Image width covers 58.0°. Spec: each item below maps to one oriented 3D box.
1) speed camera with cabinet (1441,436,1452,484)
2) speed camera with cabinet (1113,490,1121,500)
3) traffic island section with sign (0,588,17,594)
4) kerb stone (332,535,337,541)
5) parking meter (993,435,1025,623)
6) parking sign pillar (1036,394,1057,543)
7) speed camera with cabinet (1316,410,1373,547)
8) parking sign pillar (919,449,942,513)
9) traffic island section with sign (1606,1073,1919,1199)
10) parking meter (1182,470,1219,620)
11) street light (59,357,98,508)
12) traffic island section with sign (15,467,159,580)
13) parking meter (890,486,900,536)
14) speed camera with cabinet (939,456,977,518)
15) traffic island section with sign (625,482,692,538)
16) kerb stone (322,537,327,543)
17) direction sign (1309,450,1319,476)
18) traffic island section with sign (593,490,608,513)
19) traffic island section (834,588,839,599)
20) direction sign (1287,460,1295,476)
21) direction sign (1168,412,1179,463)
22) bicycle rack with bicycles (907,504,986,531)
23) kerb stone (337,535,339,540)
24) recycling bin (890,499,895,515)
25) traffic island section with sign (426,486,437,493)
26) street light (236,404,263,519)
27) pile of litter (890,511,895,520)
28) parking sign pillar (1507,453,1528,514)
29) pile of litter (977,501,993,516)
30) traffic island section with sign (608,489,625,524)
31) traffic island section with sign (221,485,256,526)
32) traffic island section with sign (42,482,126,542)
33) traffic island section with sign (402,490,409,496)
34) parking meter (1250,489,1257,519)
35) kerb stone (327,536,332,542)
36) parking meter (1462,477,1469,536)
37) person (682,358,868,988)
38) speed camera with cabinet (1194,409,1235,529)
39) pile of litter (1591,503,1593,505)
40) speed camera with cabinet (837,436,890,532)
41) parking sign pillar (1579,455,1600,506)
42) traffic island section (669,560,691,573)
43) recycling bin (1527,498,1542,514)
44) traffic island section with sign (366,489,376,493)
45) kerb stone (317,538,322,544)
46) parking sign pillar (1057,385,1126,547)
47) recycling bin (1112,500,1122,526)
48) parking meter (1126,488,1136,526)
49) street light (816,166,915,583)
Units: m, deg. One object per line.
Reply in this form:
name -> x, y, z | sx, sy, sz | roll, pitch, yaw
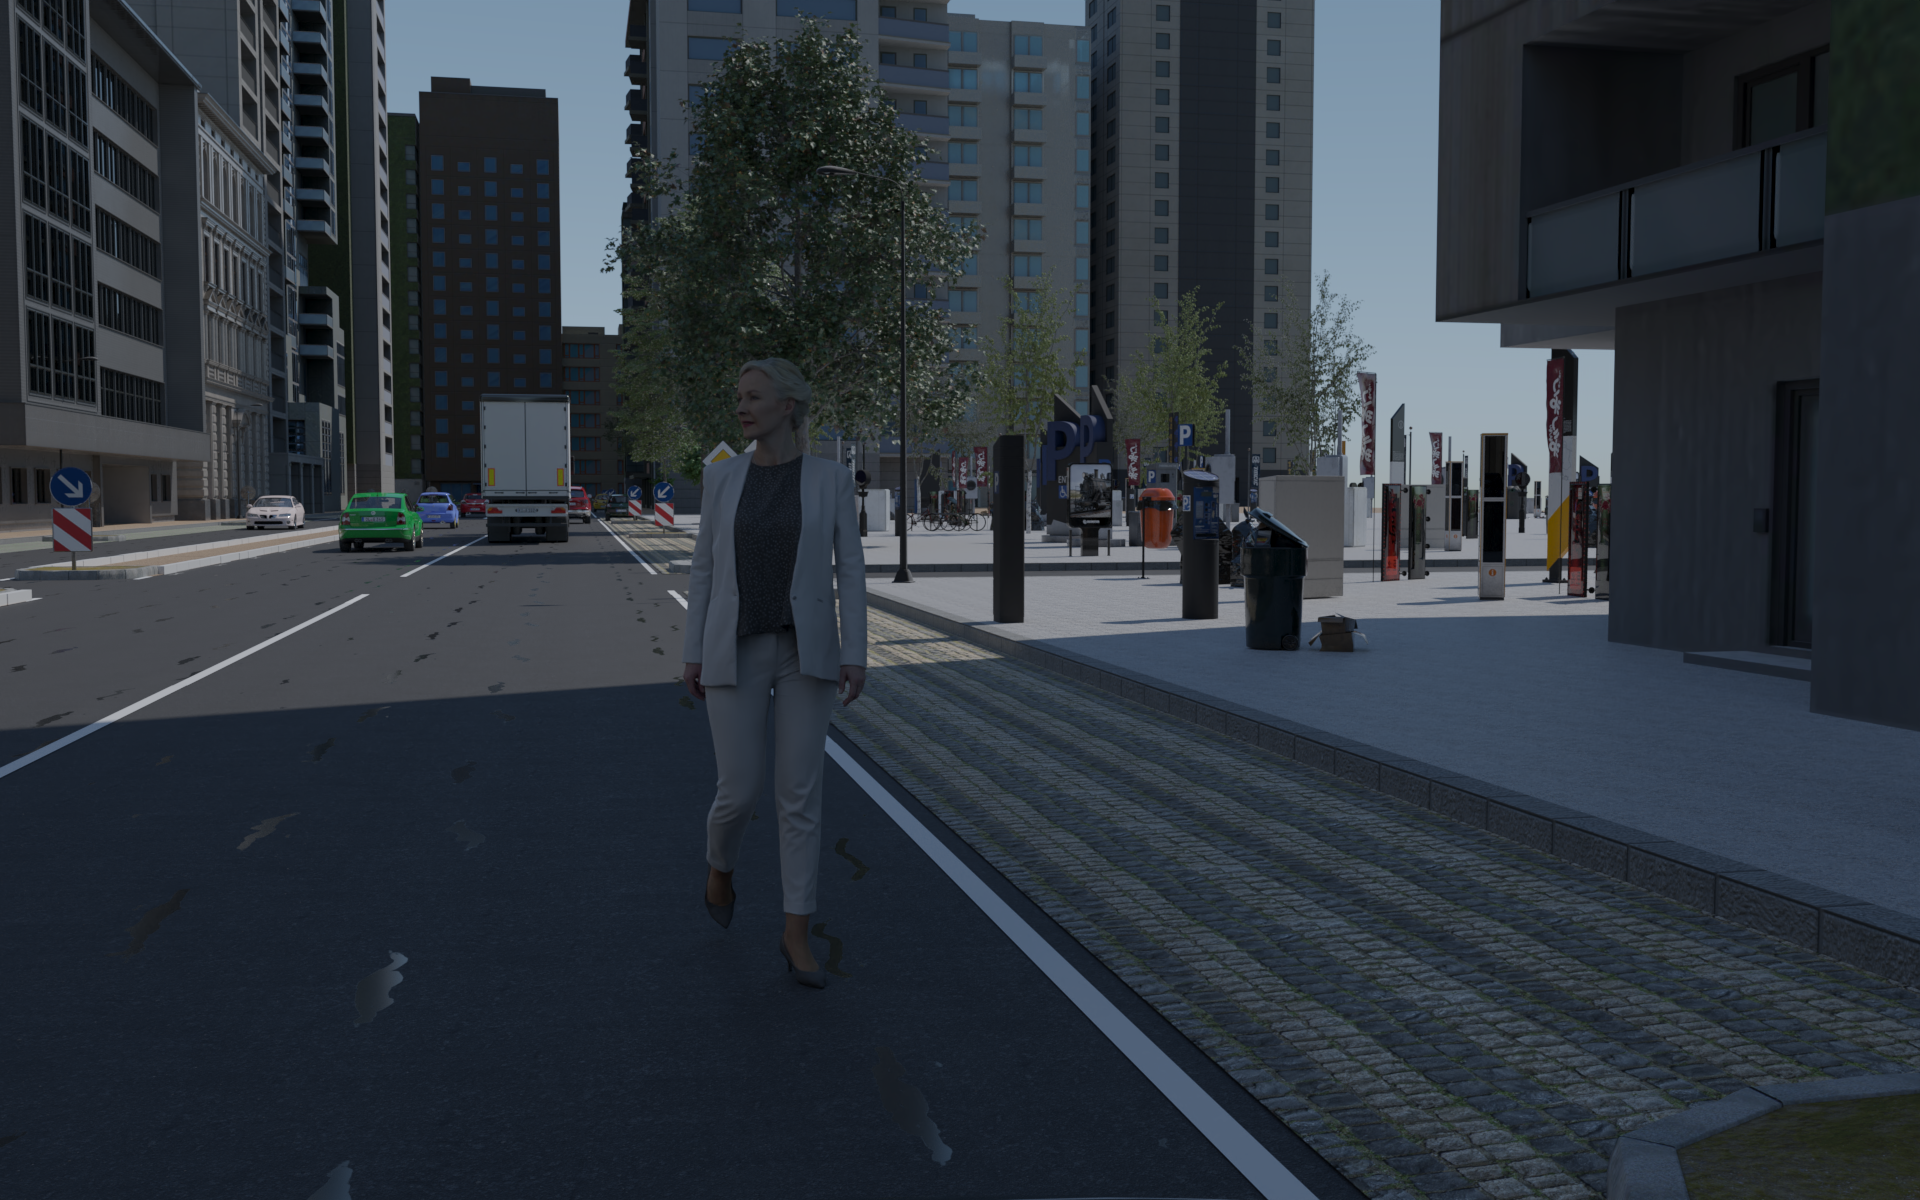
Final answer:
speed camera with cabinet -> 16.312, -4.008, 59.860 | 0.660, 3.252, 2.038 | -1, 4, -23
speed camera with cabinet -> 6.249, -5.120, 78.045 | 2.038, 3.252, 0.660 | -2, 4, -23
traffic island section with sign -> -13.445, -0.878, 22.487 | 2.006, 1.907, 1.989 | -1, 4, -13
kerb stone -> -19.051, -1.845, 52.353 | 0.120, 0.150, 1.000 | -1, 4, -13
parking meter -> 0.487, -0.711, 17.342 | 0.255, 1.863, 0.399 | -1, 4, -11
parking sign pillar -> 2.891, -3.523, 46.075 | 1.447, 3.967, 1.447 | -3, 5, -40
speed camera with cabinet -> 9.169, -2.890, 41.586 | 0.660, 3.252, 2.038 | 2, 4, 32
parking sign pillar -> -1.734, -7.006, 103.016 | 1.447, 3.967, 1.447 | 1, 4, 19
traffic island section with sign -> 2.226, 0.357, 2.798 | 1.989, 1.847, 2.006 | -1, 4, -13
parking meter -> 2.478, -0.576, 17.832 | 0.372, 1.533, 0.369 | 0, 3, 0
street light -> -29.901, -5.270, 58.708 | 1.470, 5.913, 1.316 | -1, 4, -13
traffic island section with sign -> -15.053, -1.320, 29.718 | 2.006, 1.907, 1.989 | -1, 4, -13
parking meter -> -1.793, -2.698, 52.516 | 0.372, 1.533, 0.369 | 0, 3, 0
speed camera with cabinet -> -0.108, -5.908, 90.938 | 2.038, 3.252, 0.660 | 0, 4, 1
traffic island section with sign -> -9.848, -2.943, 56.749 | 1.989, 1.847, 2.006 | -1, 4, -13
kerb stone -> -18.597, -1.722, 50.348 | 0.120, 0.150, 1.000 | -1, 4, -13
direction sign -> 18.232, -5.891, 88.319 | 0.876, 3.537, 0.379 | 2, 4, 29
traffic island section with sign -> -32.524, -9.139, 158.052 | 1.989, 1.847, 2.006 | -1, 4, -13
traffic island section -> -2.653, -0.145, 24.647 | 2.009, 0.180, 2.903 | -1, 4, -13
direction sign -> 21.956, -7.512, 114.820 | 0.379, 3.537, 0.876 | 3, 5, 45
direction sign -> 5.926, -3.432, 48.106 | 0.379, 3.537, 0.876 | -1, 4, -9
bicycle rack with bicycles -> -0.436, -2.872, 60.332 | 2.925, 0.926, 2.852 | 1, 4, 22
kerb stone -> -19.267, -1.905, 53.355 | 0.120, 0.150, 1.000 | -1, 4, -13
recycling bin -> -3.854, -5.151, 96.768 | 0.722, 1.027, 0.722 | 1, 4, 13
traffic island section with sign -> -31.478, -5.805, 103.046 | 2.006, 1.907, 1.989 | -1, 4, -13
street light -> -36.558, -7.129, 89.099 | 1.470, 5.913, 1.316 | -1, 4, -13
pile of litter -> -3.827, -4.324, 84.666 | 1.719, 0.858, 1.176 | 0, 4, 4
parking sign pillar -> 36.191, -7.584, 112.476 | 1.447, 3.967, 1.447 | -2, 4, -30
pile of litter -> 1.690, -5.380, 101.921 | 1.719, 0.858, 1.176 | -2, 4, -30
traffic island section with sign -> -15.731, -4.552, 83.057 | 1.989, 1.847, 2.006 | -1, 4, -13
traffic island section with sign -> -32.550, -4.313, 79.153 | 1.989, 1.847, 2.006 | -1, 4, -13
traffic island section with sign -> -26.663, -2.704, 52.846 | 1.989, 1.847, 2.006 | -1, 4, -13
traffic island section with sign -> -49.385, -8.912, 154.346 | 1.989, 1.847, 2.006 | -1, 4, -13
parking meter -> 15.314, -5.011, 90.346 | 0.372, 1.533, 0.369 | 0, 3, 0
kerb stone -> -18.826, -1.776, 51.356 | 0.120, 0.150, 1.000 | -1, 4, -13
parking meter -> 15.281, -2.883, 52.848 | 0.255, 1.863, 0.399 | -3, 4, -36
person -> -0.586, 0.187, 5.322 | 0.514, 1.842, 0.818 | -1, 4, -20
speed camera with cabinet -> 6.006, -2.869, 41.242 | 0.660, 3.252, 2.038 | 0, 4, -6
pile of litter -> 41.993, -6.140, 114.357 | 1.176, 0.858, 1.719 | -3, 5, -42
speed camera with cabinet -> -3.459, -3.989, 59.549 | 2.038, 3.252, 0.660 | 1, 4, 12
parking sign pillar -> 43.414, -8.014, 119.500 | 1.447, 3.967, 1.447 | 0, 4, 5
traffic island section -> -4.398, -0.621, 32.440 | 2.009, 0.180, 2.903 | -1, 4, -13
recycling bin -> 37.864, -6.221, 114.271 | 0.722, 1.027, 0.722 | -2, 4, -30
traffic island section with sign -> -43.507, -7.303, 128.037 | 1.989, 1.847, 2.006 | -1, 4, -13
kerb stone -> -18.371, -1.660, 49.342 | 0.120, 0.150, 1.000 | -1, 4, -13
parking sign pillar -> 3.343, -3.296, 42.359 | 1.447, 3.967, 1.447 | -1, 4, -13
recycling bin -> 6.082, -3.476, 69.379 | 0.722, 1.027, 0.722 | 0, 4, -8
parking meter -> 6.771, -3.685, 68.655 | 0.372, 1.533, 0.369 | 0, 3, 0
street light -> -1.348, -3.197, 24.813 | 1.470, 5.913, 1.316 | -1, 4, -13
